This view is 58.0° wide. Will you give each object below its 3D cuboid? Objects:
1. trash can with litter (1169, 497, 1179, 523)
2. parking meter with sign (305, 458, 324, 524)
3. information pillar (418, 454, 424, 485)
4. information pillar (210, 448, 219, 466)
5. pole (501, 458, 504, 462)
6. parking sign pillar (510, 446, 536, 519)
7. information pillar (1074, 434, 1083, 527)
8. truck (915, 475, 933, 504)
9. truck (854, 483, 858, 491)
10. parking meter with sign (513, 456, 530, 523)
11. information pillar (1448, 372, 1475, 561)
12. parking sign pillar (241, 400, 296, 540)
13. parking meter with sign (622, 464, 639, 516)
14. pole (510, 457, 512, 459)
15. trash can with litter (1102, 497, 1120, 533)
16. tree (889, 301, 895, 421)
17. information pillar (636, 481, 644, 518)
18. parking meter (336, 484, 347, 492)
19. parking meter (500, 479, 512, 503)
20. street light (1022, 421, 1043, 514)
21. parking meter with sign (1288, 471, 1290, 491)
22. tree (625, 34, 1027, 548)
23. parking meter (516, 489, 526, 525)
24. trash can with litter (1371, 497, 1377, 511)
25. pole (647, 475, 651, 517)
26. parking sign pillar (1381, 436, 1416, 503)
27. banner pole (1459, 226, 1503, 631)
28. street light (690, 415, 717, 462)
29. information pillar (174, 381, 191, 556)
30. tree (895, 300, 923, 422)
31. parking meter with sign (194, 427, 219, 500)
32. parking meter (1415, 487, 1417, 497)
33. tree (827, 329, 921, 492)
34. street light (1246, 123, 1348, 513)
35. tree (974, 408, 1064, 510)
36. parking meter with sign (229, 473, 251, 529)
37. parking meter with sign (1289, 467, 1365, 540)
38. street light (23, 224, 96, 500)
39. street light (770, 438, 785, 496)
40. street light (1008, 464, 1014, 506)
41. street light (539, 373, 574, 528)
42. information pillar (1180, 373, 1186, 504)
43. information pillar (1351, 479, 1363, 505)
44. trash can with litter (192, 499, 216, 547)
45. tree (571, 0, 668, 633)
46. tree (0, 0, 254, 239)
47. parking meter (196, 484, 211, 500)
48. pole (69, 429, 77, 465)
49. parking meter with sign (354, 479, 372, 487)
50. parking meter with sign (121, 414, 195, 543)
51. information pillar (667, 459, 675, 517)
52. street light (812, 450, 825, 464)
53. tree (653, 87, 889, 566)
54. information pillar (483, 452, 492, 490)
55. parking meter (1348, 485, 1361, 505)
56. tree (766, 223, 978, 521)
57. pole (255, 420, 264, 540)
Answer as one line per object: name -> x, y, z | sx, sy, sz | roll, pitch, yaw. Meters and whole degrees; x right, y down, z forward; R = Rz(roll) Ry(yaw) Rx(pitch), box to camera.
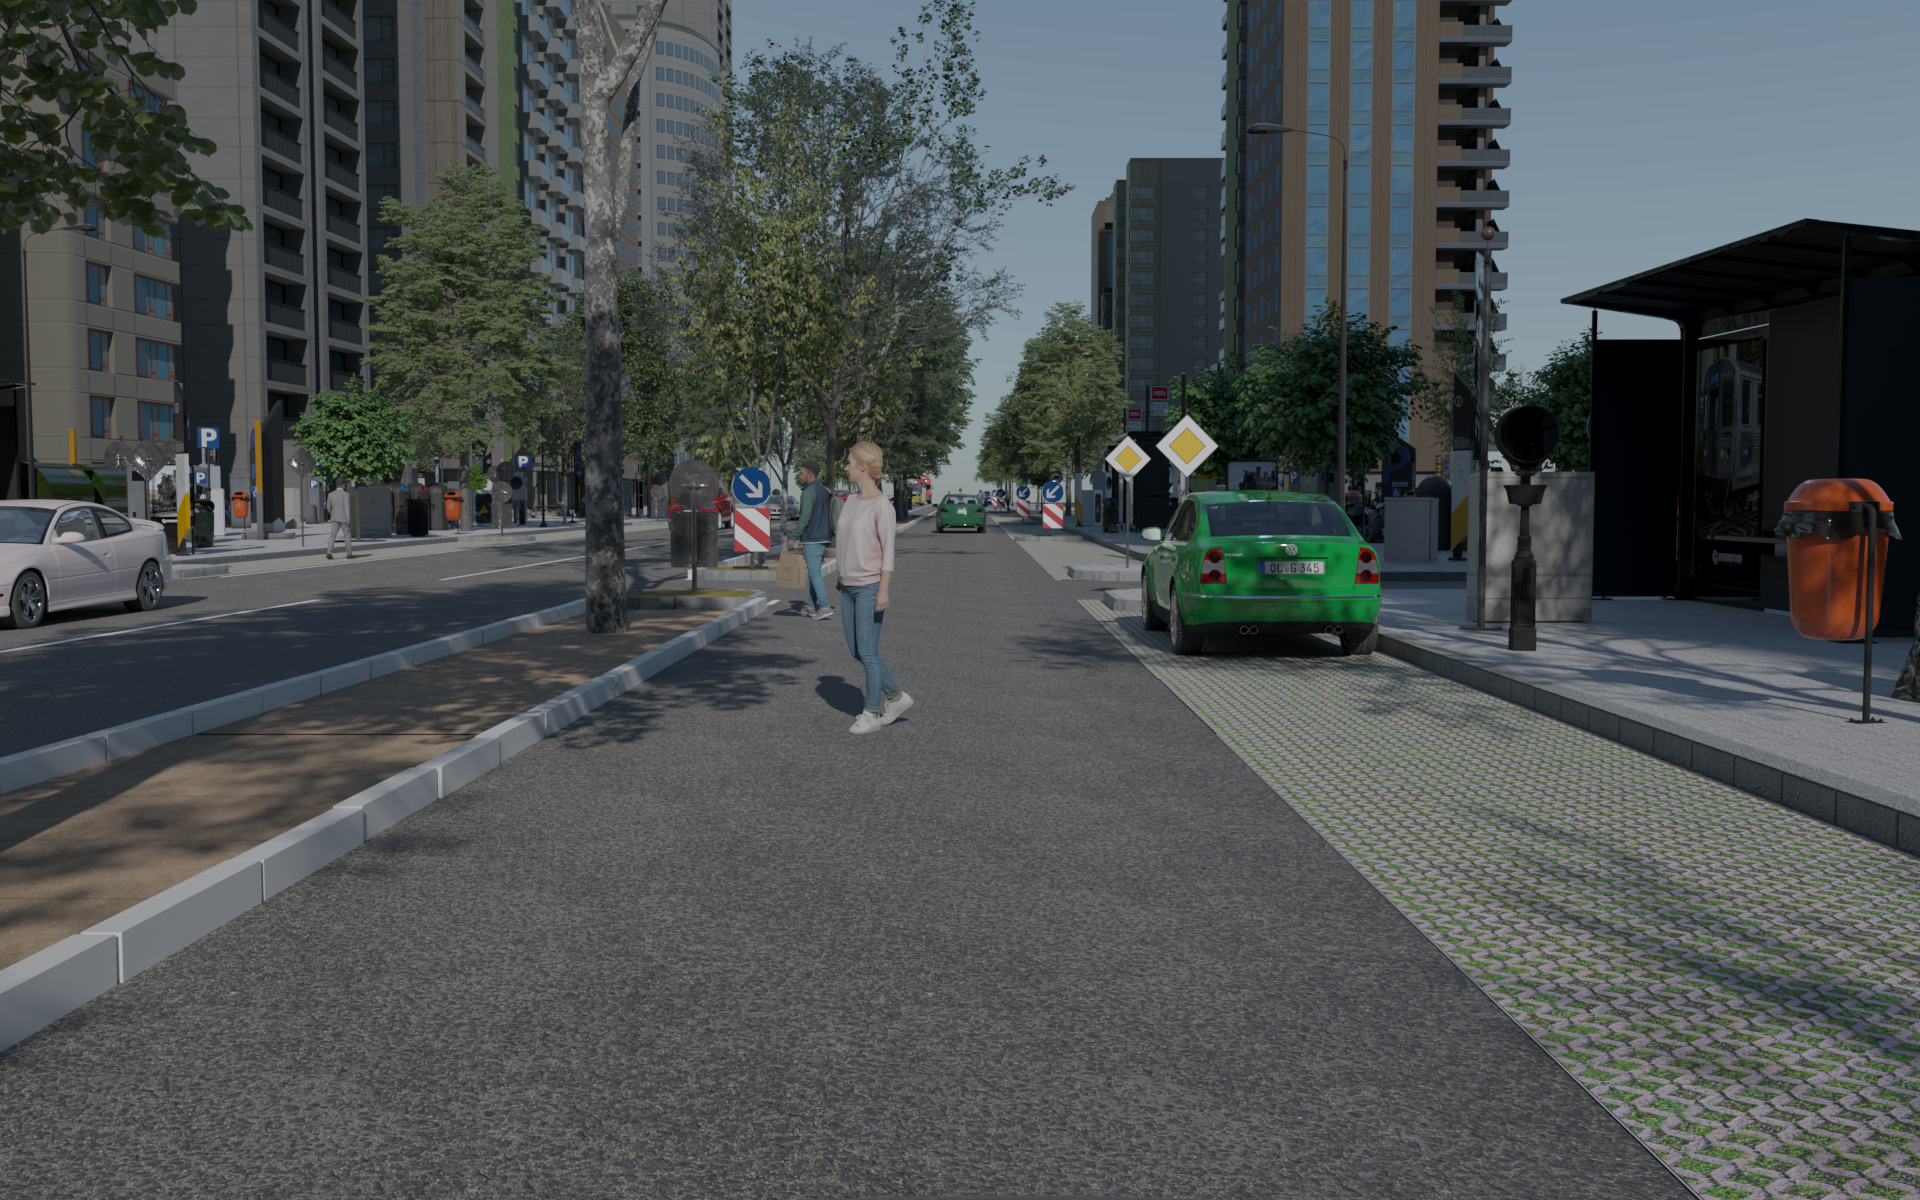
trash can with litter -> 8.474, -3.600, 70.253 | 0.624, 1.170, 1.055 | -1, 4, -16
parking meter with sign -> -27.659, -4.775, 74.330 | 0.543, 3.016, 1.738 | 0, 4, -4
information pillar -> -28.366, -6.105, 91.172 | 0.504, 3.616, 0.183 | 3, 5, 42
information pillar -> -32.430, -5.130, 75.224 | 0.183, 3.616, 0.504 | 3, 5, 40
pole -> -25.983, -6.399, 98.461 | 0.158, 3.312, 0.155 | 0, 3, 0
parking sign pillar -> -23.162, -6.295, 91.389 | 1.447, 3.967, 1.447 | 3, 4, 37
information pillar -> 4.654, -4.694, 68.094 | 0.183, 3.616, 0.504 | -2, 4, -25
truck -> -5.366, -16.268, 254.888 | 2.839, 4.237, 11.283 | 0, 4, 0
truck -> -10.366, -12.957, 201.606 | 2.967, 4.110, 18.799 | 0, 4, 0
parking meter with sign -> -19.735, -4.988, 77.811 | 0.543, 3.016, 1.738 | 0, 4, -5
information pillar -> 9.622, -2.558, 33.185 | 0.183, 3.616, 0.504 | -2, 4, -28
parking sign pillar -> -19.732, -3.721, 49.311 | 1.447, 3.967, 1.447 | 0, 4, 3
parking meter with sign -> -19.359, -6.342, 99.948 | 0.543, 3.016, 1.738 | 3, 5, 42
pole -> -24.394, -6.150, 94.393 | 0.158, 3.312, 0.155 | 0, 3, 0
trash can with litter -> 5.074, -2.817, 57.447 | 0.624, 1.170, 1.055 | -1, 4, -11
tree -> -3.723, -5.103, 36.247 | 4.737, 8.622, 4.395 | 0, 3, 0
information pillar -> -17.346, -5.465, 93.836 | 0.304, 2.012, 0.304 | -3, 4, -36
parking meter -> -25.511, -4.024, 71.496 | 0.399, 1.863, 0.255 | 1, 4, 20
parking meter -> -17.050, -3.631, 65.070 | 0.399, 1.863, 0.255 | -1, 4, -22
street light -> 4.640, -8.386, 109.644 | 1.470, 5.913, 1.316 | 0, 4, 0
parking meter with sign -> 8.633, -2.899, 43.658 | 1.738, 3.016, 0.543 | -2, 4, -31
tree -> -3.444, -8.125, 45.671 | 12.009, 13.543, 11.850 | 0, 3, 0
parking meter -> -18.327, -3.905, 72.265 | 0.372, 1.533, 0.369 | 0, 3, 0
trash can with litter -> 17.936, -3.923, 75.530 | 0.624, 1.170, 1.055 | -2, 4, -32
pole -> -17.072, -6.184, 94.954 | 0.158, 3.312, 0.155 | 0, 3, 0
parking sign pillar -> 17.700, -4.979, 69.885 | 1.447, 3.967, 1.447 | 3, 4, 36
banner pole -> 4.841, -1.596, 16.110 | 0.401, 3.779, 0.863 | 2, 4, 26
street light -> -15.243, -7.888, 101.505 | 1.470, 5.913, 1.316 | 0, 4, 0
information pillar -> -16.081, -2.719, 35.803 | 0.183, 3.616, 0.504 | -3, 5, -45
tree -> -3.103, -6.219, 54.505 | 4.737, 8.622, 4.395 | 0, 3, 0
parking meter with sign -> -20.253, -3.038, 45.939 | 1.738, 3.016, 0.543 | 3, 5, 44
parking meter -> 12.870, -2.440, 48.309 | 0.372, 1.533, 0.369 | 0, 3, 0
tree -> -3.601, -7.360, 73.161 | 4.360, 8.622, 3.978 | 0, 3, 0
street light -> 4.291, -3.017, 21.873 | 1.470, 5.913, 1.316 | 0, 4, 0
tree -> 6.315, -14.345, 168.949 | 8.767, 10.594, 7.601 | -1, 4, -20
parking meter with sign -> -26.707, -4.161, 64.295 | 1.738, 3.016, 0.543 | -2, 4, -29
parking meter with sign -> 9.055, -2.825, 42.452 | 1.738, 3.016, 0.543 | 0, 4, 7
street light -> -15.542, -3.509, 29.921 | 1.470, 5.913, 1.316 | 0, 4, 0
street light -> -15.101, -10.411, 142.755 | 1.470, 5.913, 1.316 | 0, 4, 0
street light -> 4.710, -10.603, 145.894 | 1.470, 5.913, 1.316 | 0, 4, 0
street light -> -15.362, -5.713, 65.950 | 1.470, 5.913, 1.316 | 0, 4, 0
information pillar -> 4.363, -2.599, 33.848 | 0.183, 3.616, 0.504 | 1, 4, 9
information pillar -> 13.313, -3.276, 58.058 | 0.304, 2.012, 0.304 | -1, 4, -13
trash can with litter -> -18.263, -1.854, 41.702 | 0.624, 1.170, 1.055 | -1, 4, -22
tree -> -2.438, -9.668, 16.420 | 12.611, 20.169, 13.585 | 0, 3, 0
tree -> -3.573, -5.116, 4.226 | 7.486, 12.596, 7.792 | 0, 3, 0
parking meter -> -19.594, -2.232, 44.907 | 0.372, 1.533, 0.369 | 0, 3, 0
pole -> -27.761, -3.697, 54.281 | 0.158, 3.312, 0.155 | 0, 3, 0
parking meter with sign -> -27.257, -5.067, 79.100 | 1.738, 3.016, 0.543 | 0, 4, 0
parking meter with sign -> -17.797, -2.546, 37.890 | 1.738, 3.016, 0.543 | 0, 4, 4
information pillar -> -16.061, -6.417, 96.265 | 0.504, 3.616, 0.183 | 2, 4, 35
street light -> -14.928, -12.604, 178.619 | 1.470, 5.913, 1.316 | 0, 4, 0
tree -> -3.642, -4.807, 31.419 | 4.737, 8.622, 4.395 | 0, 3, 0
information pillar -> -25.884, -6.334, 94.922 | 0.504, 3.616, 0.183 | -1, 4, -20
parking meter -> 11.348, -2.536, 49.877 | 0.372, 1.533, 0.369 | 0, 3, 0
tree -> -3.812, -10.480, 80.459 | 9.857, 13.997, 8.962 | 0, 3, 0
pole -> -19.451, -3.318, 48.085 | 0.158, 3.312, 0.155 | 0, 3, 0
